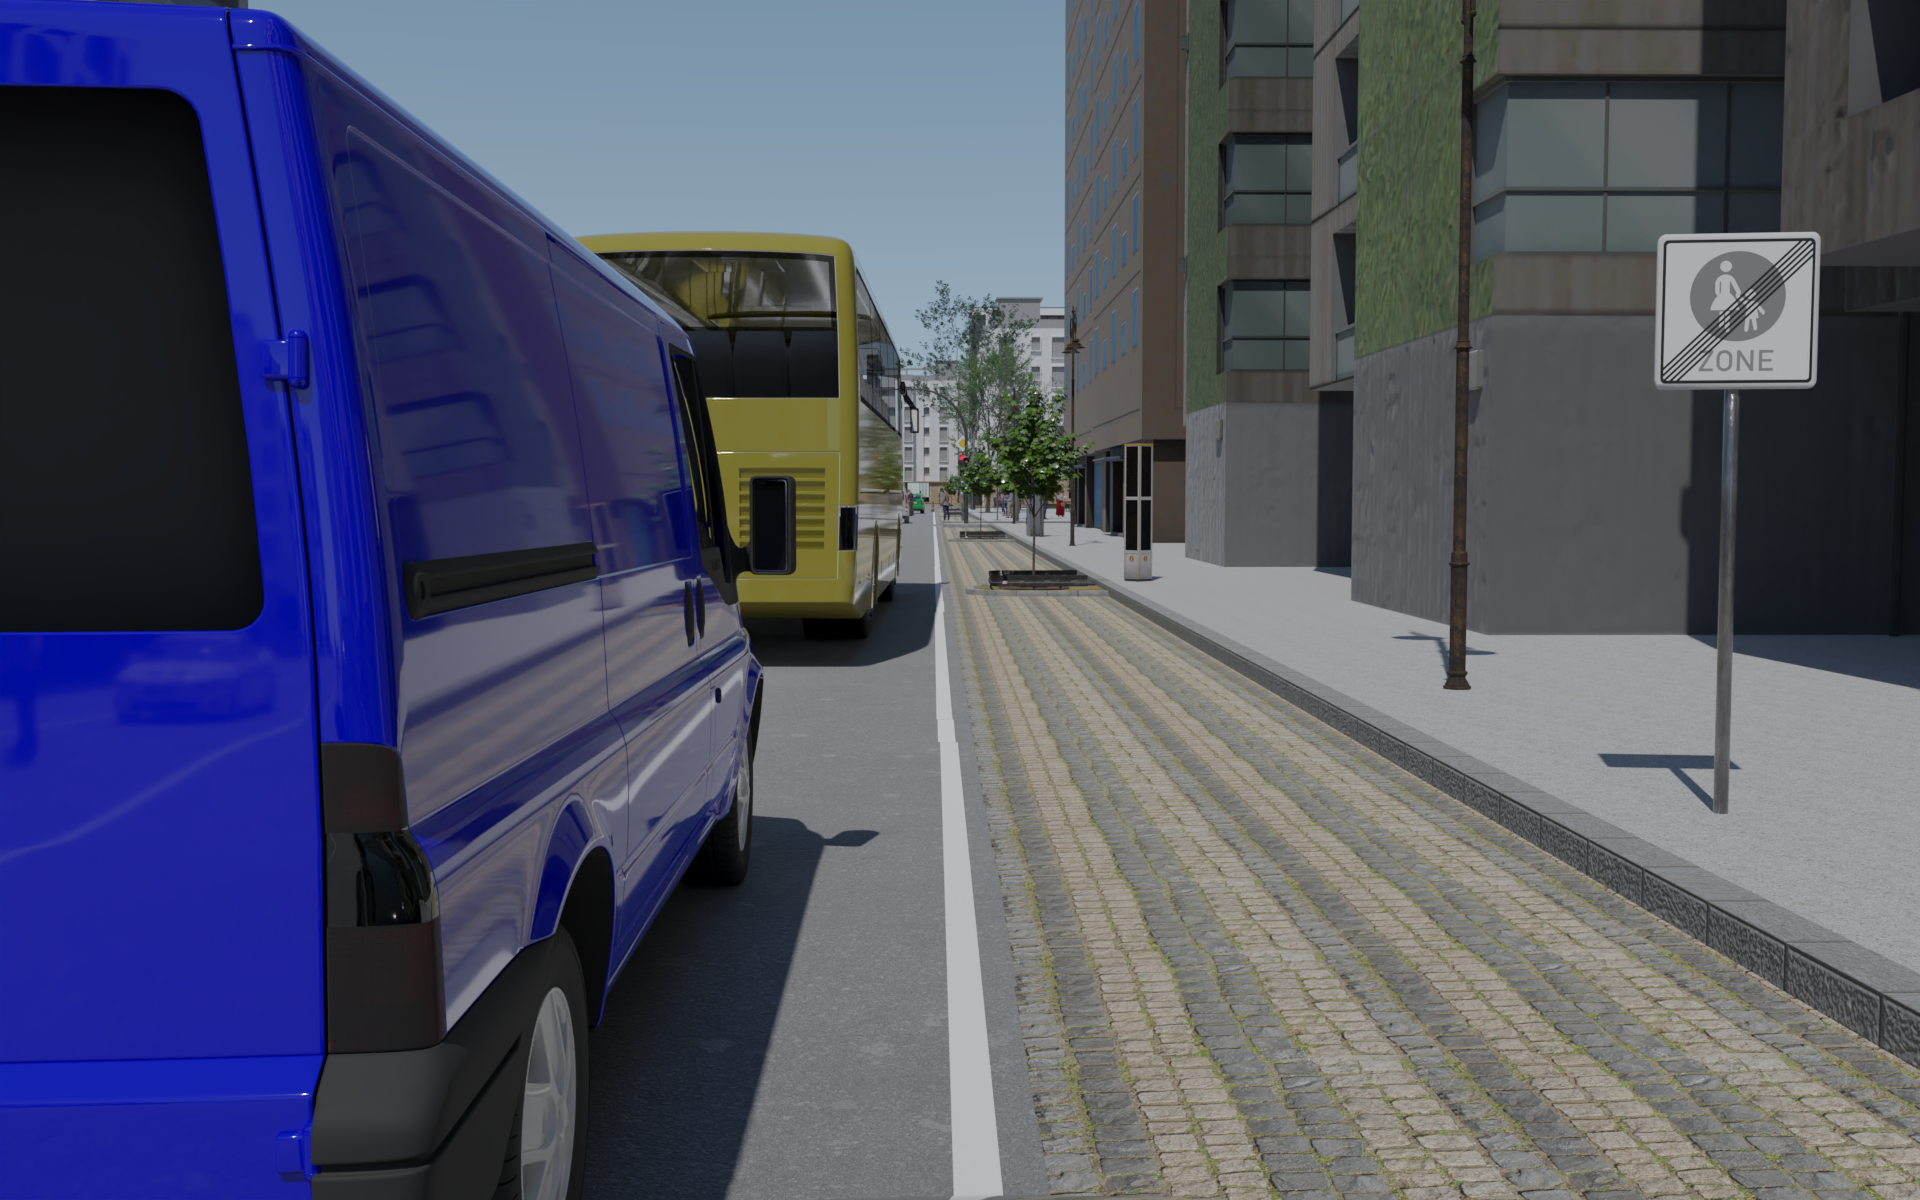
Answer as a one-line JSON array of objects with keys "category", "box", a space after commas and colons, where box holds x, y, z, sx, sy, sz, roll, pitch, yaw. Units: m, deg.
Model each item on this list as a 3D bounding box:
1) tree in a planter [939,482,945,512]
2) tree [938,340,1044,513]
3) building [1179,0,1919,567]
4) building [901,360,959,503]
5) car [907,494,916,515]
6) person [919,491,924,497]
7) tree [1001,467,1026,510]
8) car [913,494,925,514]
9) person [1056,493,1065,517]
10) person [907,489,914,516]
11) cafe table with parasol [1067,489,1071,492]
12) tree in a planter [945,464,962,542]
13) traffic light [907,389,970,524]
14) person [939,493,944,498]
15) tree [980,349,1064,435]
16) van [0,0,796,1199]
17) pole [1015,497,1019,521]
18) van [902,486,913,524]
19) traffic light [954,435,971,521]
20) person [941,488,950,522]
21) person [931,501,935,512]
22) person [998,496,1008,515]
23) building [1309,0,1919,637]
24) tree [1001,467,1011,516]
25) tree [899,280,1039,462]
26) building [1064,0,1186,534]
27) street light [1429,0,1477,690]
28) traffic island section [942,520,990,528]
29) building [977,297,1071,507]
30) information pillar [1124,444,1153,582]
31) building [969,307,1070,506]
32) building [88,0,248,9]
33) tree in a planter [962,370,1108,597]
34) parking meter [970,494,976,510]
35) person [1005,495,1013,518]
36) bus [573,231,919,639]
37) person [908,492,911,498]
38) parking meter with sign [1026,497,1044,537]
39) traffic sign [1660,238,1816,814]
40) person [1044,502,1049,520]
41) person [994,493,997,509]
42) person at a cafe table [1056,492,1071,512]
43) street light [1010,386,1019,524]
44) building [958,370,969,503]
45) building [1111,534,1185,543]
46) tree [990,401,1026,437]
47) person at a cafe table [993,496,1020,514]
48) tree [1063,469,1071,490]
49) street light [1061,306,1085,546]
[{"category": "tree in a planter", "box": [-0.665, -8.400, 134.557, 1.991, 3.239, 1.994, 0, 4, -1]}, {"category": "tree", "box": [1.997, -11.709, 117.195, 9.928, 11.665, 9.643, 0, 3, 0]}, {"category": "building", "box": [11.558, -16.193, 36.463, 14.160, 30.474, 14.107, 0, 4, -1]}, {"category": "building", "box": [-5.873, -24.108, 250.582, 11.380, 20.091, 16.016, 0, 4, -1]}, {"category": "car", "box": [-4.096, -6.539, 118.706, 2.131, 1.459, 4.920, 0, 4, 0]}, {"category": "person", "box": [-4.767, -12.216, 208.228, 1.348, 1.824, 0.705, 1, 4, 22]}, {"category": "tree", "box": [4.864, -9.635, 141.241, 4.285, 4.588, 4.351, 0, 3, 0]}, {"category": "car", "box": [-3.527, -7.240, 127.174, 1.959, 1.807, 4.718, 0, 4, -3]}, {"category": "person", "box": [5.640, -5.434, 97.353, 0.523, 1.526, 0.387, 0, 4, -3]}, {"category": "person", "box": [-3.282, -6.306, 112.284, 0.565, 1.739, 0.600, 3, 5, 42]}, {"category": "cafe table with parasol", "box": [7.917, -6.322, 108.227, 2.610, 1.966, 2.610, -1, 4, -9]}, {"category": "tree in a planter", "box": [0.635, -3.357, 52.107, 1.991, 3.239, 1.994, 0, 4, -1]}, {"category": "traffic light", "box": [-1.849, -6.107, 74.518, 4.771, 5.953, 1.251, 0, 4, -1]}, {"category": "person", "box": [-2.106, -13.197, 224.277, 1.348, 1.823, 0.705, -3, 5, -40]}, {"category": "tree", "box": [3.159, -8.405, 87.777, 4.360, 8.622, 3.978, 0, 3, 0]}, {"category": "van", "box": [-1.665, -0.012, 4.582, 2.240, 2.365, 5.245, 0, 4, -2]}, {"category": "pole", "box": [2.685, -5.383, 81.847, 0.158, 3.312, 0.155, 0, 3, 0]}, {"category": "van", "box": [-3.314, -4.783, 85.212, 2.013, 2.044, 4.112, 0, 4, -1]}, {"category": "traffic light", "box": [0.116, -5.734, 82.676, 0.839, 4.253, 0.868, 0, 4, -1]}, {"category": "person", "box": [-0.828, -4.903, 89.186, 0.617, 1.759, 0.750, -3, 4, -36]}, {"category": "person", "box": [-2.140, -7.343, 136.485, 0.347, 0.859, 0.695, 0, 4, 1]}, {"category": "person", "box": [2.742, -5.968, 105.587, 0.963, 1.587, 0.435, -3, 5, -41]}, {"category": "building", "box": [11.702, -20.662, 21.417, 14.154, 41.232, 14.086, 0, 4, -1]}, {"category": "tree", "box": [2.863, -6.578, 102.151, 1.663, 3.219, 1.824, 0, 3, 0]}, {"category": "tree", "box": [0.534, -18.173, 153.022, 12.611, 20.169, 13.585, 0, 3, 0]}, {"category": "building", "box": [11.417, -25.396, 65.339, 14.600, 45.320, 14.200, 0, 4, -1]}, {"category": "street light", "box": [3.274, -2.351, 11.231, 0.468, 5.910, 1.993, 0, 4, -1]}, {"category": "traffic island section", "box": [0.281, -3.213, 74.807, 2.009, 0.180, 2.903, 0, 4, -1]}, {"category": "building", "box": [9.987, -19.299, 171.958, 16.016, 20.091, 11.380, 0, 4, -1]}, {"category": "information pillar", "box": [2.618, -1.280, 25.427, 0.304, 2.012, 0.304, -3, 5, -43]}, {"category": "building", "box": [14.942, -22.120, 205.629, 27.936, 21.610, 32.646, 0, 4, -1]}, {"category": "building", "box": [-42.466, -31.941, 64.235, 28.212, 58.520, 21.231, 0, 4, -1]}, {"category": "tree in a planter", "box": [1.073, -1.695, 24.938, 1.991, 3.239, 1.994, 0, 4, -1]}, {"category": "parking meter", "box": [1.050, -8.271, 140.944, 0.399, 1.863, 0.255, -2, 4, -30]}, {"category": "person", "box": [2.666, -5.232, 93.656, 0.516, 1.574, 0.319, -3, 5, -45]}, {"category": "bus", "box": [-2.072, -1.738, 19.955, 2.896, 3.916, 12.252, 0, 3, 0]}, {"category": "person", "box": [-3.311, -5.752, 103.344, 0.742, 1.727, 0.445, -1, 4, -18]}, {"category": "parking meter with sign", "box": [2.301, -3.429, 52.321, 0.543, 3.016, 1.738, 0, 4, -8]}, {"category": "traffic sign", "box": [3.058, -0.291, 6.893, 0.606, 2.300, 0.079, 0, 4, 7]}, {"category": "person", "box": [4.350, -4.938, 87.232, 0.568, 1.767, 0.683, -3, 4, -38]}, {"category": "person", "box": [3.038, -8.433, 145.386, 0.566, 1.644, 0.517, 0, 4, -6]}, {"category": "person at a cafe table", "box": [8.068, -7.550, 131.964, 1.622, 1.524, 1.698, 2, 4, 35]}, {"category": "street light", "box": [2.319, -6.212, 74.361, 0.468, 5.910, 1.993, 0, 4, -1]}, {"category": "building", "box": [15.556, -23.523, 251.054, 31.486, 18.905, 16.747, 0, 4, -1]}, {"category": "building", "box": [11.477, -24.498, 50.656, 14.600, 45.320, 14.200, 0, 4, -1]}, {"category": "tree", "box": [4.135, -10.791, 126.799, 4.737, 8.622, 4.395, 0, 3, 0]}, {"category": "person at a cafe table", "box": [3.022, -6.286, 113.637, 1.726, 1.238, 1.698, 2, 4, 34]}, {"category": "tree", "box": [9.069, -8.830, 128.084, 4.285, 4.588, 4.351, 0, 3, 0]}, {"category": "street light", "box": [2.779, -4.275, 42.683, 0.468, 5.910, 1.993, 0, 4, -1]}]
